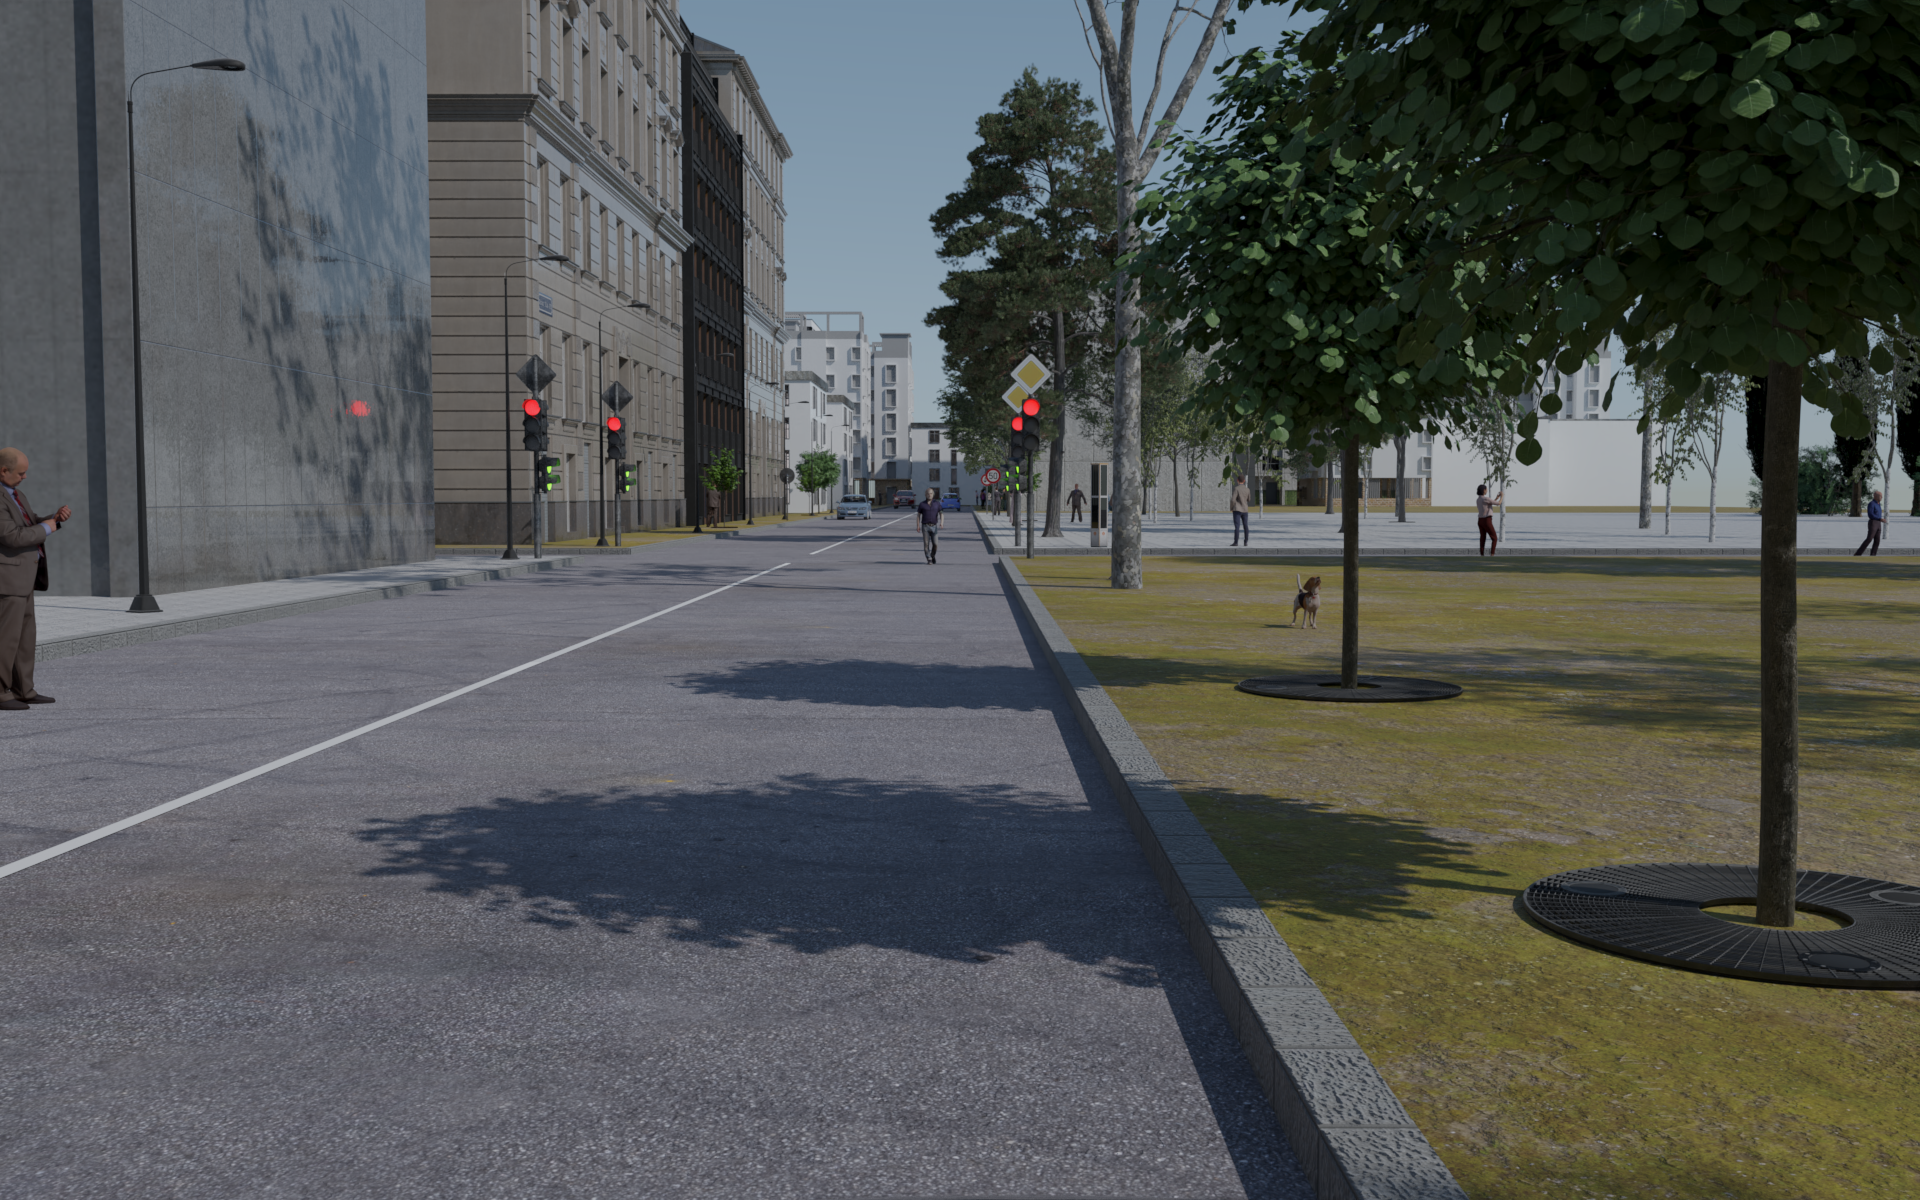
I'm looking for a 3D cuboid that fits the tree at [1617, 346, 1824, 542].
[{"bbox_3d":[19.815,-5.842,45.882,4.360,8.622,3.978,0,3,0],"label":"tree"}]

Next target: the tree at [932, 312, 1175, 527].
[{"bbox_3d":[2.468,-8.179,68.146,7.601,10.594,8.767,-3,5,-40],"label":"tree"}]

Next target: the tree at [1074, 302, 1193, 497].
[{"bbox_3d":[5.939,-6.706,60.011,4.360,8.622,3.978,0,3,0],"label":"tree"}]

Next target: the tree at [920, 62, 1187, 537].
[{"bbox_3d":[3.006,-8.788,51.104,7.806,13.903,7.818,0,3,0],"label":"tree"}]

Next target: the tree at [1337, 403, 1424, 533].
[{"bbox_3d":[12.601,-9.143,56.908,7.806,13.903,7.818,0,3,0],"label":"tree"}]

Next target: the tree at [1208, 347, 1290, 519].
[{"bbox_3d":[15.361,-8.446,88.461,4.737,8.622,4.395,0,3,0],"label":"tree"}]

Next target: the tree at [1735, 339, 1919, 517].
[{"bbox_3d":[51.992,-12.195,101.212,13.155,14.587,18.604,-2,4,-26],"label":"tree"}]

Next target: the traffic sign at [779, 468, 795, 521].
[{"bbox_3d":[-8.383,-5.130,83.986,0.768,2.556,0.104,0,4,6],"label":"traffic sign"}]

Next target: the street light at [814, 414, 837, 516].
[{"bbox_3d":[-8.093,-7.860,101.052,1.470,5.913,1.316,0,4,0],"label":"street light"}]

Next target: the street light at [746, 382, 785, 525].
[{"bbox_3d":[-8.168,-6.072,71.826,1.470,5.913,1.316,0,4,0],"label":"street light"}]

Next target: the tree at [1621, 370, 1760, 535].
[{"bbox_3d":[22.679,-6.384,54.739,4.737,8.622,4.395,0,3,0],"label":"tree"}]

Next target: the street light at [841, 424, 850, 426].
[{"bbox_3d":[-8.041,-8.754,115.665,1.470,5.913,1.316,0,4,0],"label":"street light"}]

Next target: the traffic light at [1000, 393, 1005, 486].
[{"bbox_3d":[1.398,-3.247,42.328,0.839,4.213,0.868,0,4,0],"label":"traffic light"}]

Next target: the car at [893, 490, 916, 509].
[{"bbox_3d":[-5.412,-9.867,169.990,2.281,1.827,5.304,0,4,1],"label":"car"}]

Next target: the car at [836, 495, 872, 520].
[{"bbox_3d":[-5.942,-5.222,97.386,2.014,1.417,4.499,0,4,0],"label":"car"}]

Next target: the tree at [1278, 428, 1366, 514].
[{"bbox_3d":[23.458,-11.466,109.520,6.751,12.117,7.091,0,3,0],"label":"tree"}]

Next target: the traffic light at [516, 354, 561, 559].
[{"bbox_3d":[-8.381,-2.759,34.350,0.839,4.213,0.868,0,4,0],"label":"traffic light"}]

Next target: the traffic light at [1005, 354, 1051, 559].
[{"bbox_3d":[1.380,-2.758,34.343,0.839,4.213,0.868,0,4,0],"label":"traffic light"}]

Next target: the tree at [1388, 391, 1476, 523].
[{"bbox_3d":[19.853,-10.241,77.803,12.009,13.543,11.850,0,3,0],"label":"tree"}]

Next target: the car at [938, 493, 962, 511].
[{"bbox_3d":[-0.824,-8.217,143.933,1.945,1.707,3.694,0,4,-2],"label":"car"}]

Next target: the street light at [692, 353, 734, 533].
[{"bbox_3d":[-8.153,-5.179,57.213,1.470,5.913,1.316,0,4,0],"label":"street light"}]

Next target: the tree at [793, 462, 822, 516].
[{"bbox_3d":[-9.058,-6.687,103.939,1.663,3.219,1.824,0,3,0],"label":"tree"}]

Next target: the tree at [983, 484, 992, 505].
[{"bbox_3d":[3.343,-12.253,194.943,1.663,3.219,1.824,0,3,0],"label":"tree"}]

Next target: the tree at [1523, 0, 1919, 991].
[{"bbox_3d":[2.437,-1.309,5.123,4.285,4.588,4.351,0,3,0],"label":"tree"}]

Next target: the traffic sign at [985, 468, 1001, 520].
[{"bbox_3d":[1.622,-5.171,84.653,0.768,2.556,0.104,0,4,5],"label":"traffic sign"}]

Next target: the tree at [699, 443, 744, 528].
[{"bbox_3d":[-8.916,-4.332,65.425,1.663,3.219,1.824,0,3,0],"label":"tree"}]

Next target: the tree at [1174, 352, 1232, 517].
[{"bbox_3d":[11.479,-10.569,107.221,8.767,10.594,7.601,0,4,-8],"label":"tree"}]

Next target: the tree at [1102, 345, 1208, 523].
[{"bbox_3d":[9.448,-8.409,87.855,4.737,8.622,4.395,0,3,0],"label":"tree"}]

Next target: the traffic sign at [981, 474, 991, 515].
[{"bbox_3d":[1.681,-6.602,108.053,0.768,2.556,0.104,0,4,7],"label":"traffic sign"}]

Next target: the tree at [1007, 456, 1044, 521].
[{"bbox_3d":[3.241,-5.356,82.168,1.663,3.219,1.824,0,3,0],"label":"tree"}]

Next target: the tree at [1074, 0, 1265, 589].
[{"bbox_3d":[3.580,-10.175,22.257,12.611,20.169,13.585,0,3,0],"label":"tree"}]

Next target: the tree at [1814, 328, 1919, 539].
[{"bbox_3d":[26.081,-6.035,49.037,4.360,8.622,3.978,0,3,0],"label":"tree"}]

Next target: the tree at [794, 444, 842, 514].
[{"bbox_3d":[-9.173,-7.879,112.542,4.285,4.588,4.351,0,3,0],"label":"tree"}]

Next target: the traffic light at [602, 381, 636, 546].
[{"bbox_3d":[-8.363,-3.247,42.335,0.839,4.213,0.868,0,4,0],"label":"traffic light"}]

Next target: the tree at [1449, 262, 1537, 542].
[{"bbox_3d":[14.234,-5.850,46.002,4.360,8.622,3.978,0,3,0],"label":"tree"}]

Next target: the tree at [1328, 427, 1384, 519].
[{"bbox_3d":[20.777,-8.471,88.855,4.737,8.622,4.395,0,3,0],"label":"tree"}]

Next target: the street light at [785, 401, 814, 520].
[{"bbox_3d":[-8.209,-6.966,86.439,1.470,5.913,1.316,0,4,0],"label":"street light"}]

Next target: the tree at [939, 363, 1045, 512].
[{"bbox_3d":[1.975,-12.447,121.638,7.486,12.596,7.792,0,3,0],"label":"tree"}]
